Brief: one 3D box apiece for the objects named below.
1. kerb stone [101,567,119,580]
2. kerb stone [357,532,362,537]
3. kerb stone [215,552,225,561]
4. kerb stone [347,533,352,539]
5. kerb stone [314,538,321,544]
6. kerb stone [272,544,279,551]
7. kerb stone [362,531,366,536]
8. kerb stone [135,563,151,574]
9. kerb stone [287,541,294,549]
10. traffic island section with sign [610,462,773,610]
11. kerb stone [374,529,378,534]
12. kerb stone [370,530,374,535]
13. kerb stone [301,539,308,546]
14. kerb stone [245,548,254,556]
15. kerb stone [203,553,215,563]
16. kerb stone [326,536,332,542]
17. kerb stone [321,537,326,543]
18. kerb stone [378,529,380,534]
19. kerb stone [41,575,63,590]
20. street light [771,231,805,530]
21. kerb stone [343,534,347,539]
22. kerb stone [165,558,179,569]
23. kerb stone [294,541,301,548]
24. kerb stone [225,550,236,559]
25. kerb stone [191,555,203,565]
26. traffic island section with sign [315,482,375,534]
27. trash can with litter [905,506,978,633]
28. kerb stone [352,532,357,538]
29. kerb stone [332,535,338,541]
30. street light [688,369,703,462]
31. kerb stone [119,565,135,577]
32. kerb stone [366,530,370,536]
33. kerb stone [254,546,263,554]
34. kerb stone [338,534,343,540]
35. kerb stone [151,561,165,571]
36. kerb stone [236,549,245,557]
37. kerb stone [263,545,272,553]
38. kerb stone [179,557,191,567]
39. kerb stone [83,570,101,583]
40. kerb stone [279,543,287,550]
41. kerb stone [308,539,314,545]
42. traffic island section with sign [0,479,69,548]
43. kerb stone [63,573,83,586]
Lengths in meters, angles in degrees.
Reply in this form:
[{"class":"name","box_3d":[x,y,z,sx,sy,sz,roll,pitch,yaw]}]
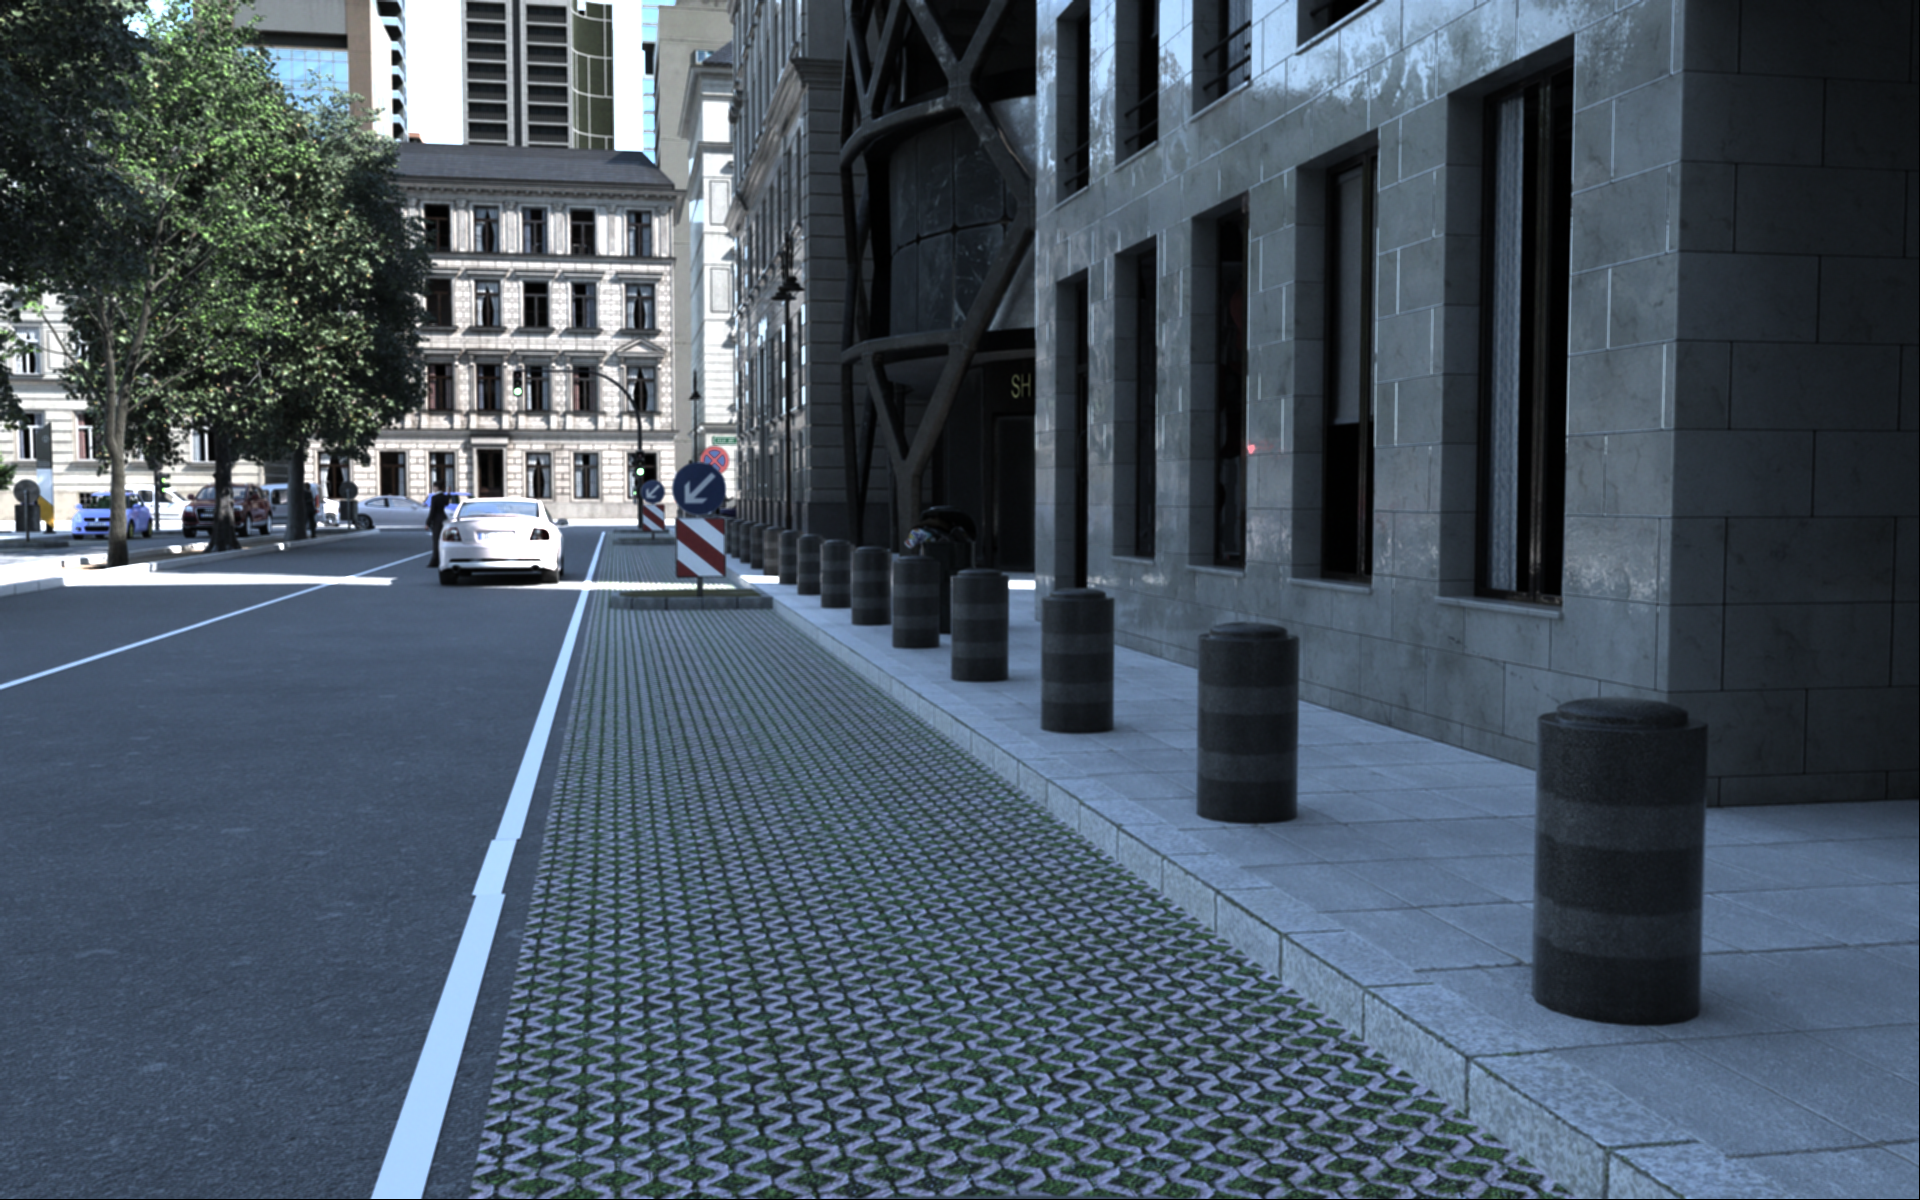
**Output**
[{"class":"kerb stone","box_3d":[-14.477,-0.428,29.290,0.120,0.150,1.000,-1,4,-11]},{"class":"kerb stone","box_3d":[-20.078,-2.158,57.477,0.120,0.150,1.000,-1,4,-11]},{"class":"kerb stone","box_3d":[-16.074,-0.927,37.355,0.120,0.150,1.000,-1,4,-11]},{"class":"kerb stone","box_3d":[-19.676,-2.035,55.466,0.120,0.150,1.000,-1,4,-11]},{"class":"kerb stone","box_3d":[-18.467,-1.665,49.424,0.120,0.150,1.000,-1,4,-11]},{"class":"kerb stone","box_3d":[-17.279,-1.295,43.387,0.120,0.150,1.000,-1,4,-11]},{"class":"kerb stone","box_3d":[-20.274,-2.220,58.486,0.120,0.150,1.000,-1,4,-11]},{"class":"kerb stone","box_3d":[-14.866,-0.557,31.304,0.120,0.150,1.000,-1,4,-11]},{"class":"kerb stone","box_3d":[-17.681,-1.418,45.396,0.120,0.150,1.000,-1,4,-11]},{"class":"traffic island section with sign","box_3d":[-3.476,-0.829,22.186,1.989,1.847,2.006,-1,4,-11]},{"class":"kerb stone","box_3d":[-20.879,-2.398,61.515,0.120,0.150,1.000,-1,4,-11]},{"class":"kerb stone","box_3d":[-20.679,-2.343,60.504,0.120,0.150,1.000,-1,4,-11]},{"class":"kerb stone","box_3d":[-18.082,-1.539,47.411,0.120,0.150,1.000,-1,4,-11]},{"class":"kerb stone","box_3d":[-16.673,-1.109,40.372,0.120,0.150,1.000,-1,4,-11]},{"class":"kerb stone","box_3d":[-15.866,-0.866,36.347,0.120,0.150,1.000,-1,4,-11]},{"class":"kerb stone","box_3d":[-18.876,-1.781,51.439,0.120,0.150,1.000,-1,4,-11]},{"class":"kerb stone","box_3d":[-18.677,-1.727,50.431,0.120,0.150,1.000,-1,4,-11]},{"class":"kerb stone","box_3d":[-21.078,-2.465,62.520,0.120,0.150,1.000,-1,4,-11]},{"class":"kerb stone","box_3d":[-13.868,-0.248,26.268,0.120,0.150,1.000,-1,4,-11]},{"class":"street light","box_3d":[-3.053,-3.545,30.741,0.468,5.910,1.993,-1,4,-11]},{"class":"kerb stone","box_3d":[-19.483,-1.971,54.453,0.120,0.150,1.000,-1,4,-11]},{"class":"kerb stone","box_3d":[-15.272,-0.681,33.332,0.120,0.150,1.000,-1,4,-11]},{"class":"kerb stone","box_3d":[-17.882,-1.481,46.406,0.120,0.150,1.000,-1,4,-11]},{"class":"kerb stone","box_3d":[-16.272,-0.989,38.361,0.120,0.150,1.000,-1,4,-11]},{"class":"kerb stone","box_3d":[-15.680,-0.804,35.339,0.120,0.150,1.000,-1,4,-11]},{"class":"traffic island section with sign","box_3d":[-22.147,-3.324,62.481,2.006,1.907,1.989,-1,4,-11]},{"class":"trash can with litter","box_3d":[-0.103,-0.299,16.276,0.624,1.170,1.055,1,4,12]},{"class":"kerb stone","box_3d":[-19.878,-2.094,56.471,0.120,0.150,1.000,-1,4,-11]},{"class":"kerb stone","box_3d":[-19.068,-1.850,52.446,0.120,0.150,1.000,-1,4,-11]},{"class":"street light","box_3d":[-9.792,-5.588,64.157,0.468,5.910,1.993,-1,4,-11]},{"class":"kerb stone","box_3d":[-14.681,-0.495,30.294,0.120,0.150,1.000,-1,4,-11]},{"class":"kerb stone","box_3d":[-20.474,-2.280,59.491,0.120,0.150,1.000,-1,4,-11]},{"class":"kerb stone","box_3d":[-16.870,-1.166,41.377,0.120,0.150,1.000,-1,4,-11]},{"class":"kerb stone","box_3d":[-19.270,-1.912,53.450,0.120,0.150,1.000,-1,4,-11]},{"class":"kerb stone","box_3d":[-15.078,-0.618,32.326,0.120,0.150,1.000,-1,4,-11]},{"class":"kerb stone","box_3d":[-16.481,-1.050,39.365,0.120,0.150,1.000,-1,4,-11]},{"class":"kerb stone","box_3d":[-17.072,-1.235,42.383,0.120,0.150,1.000,-1,4,-11]},{"class":"kerb stone","box_3d":[-15.476,-0.742,34.336,0.120,0.150,1.000,-1,4,-11]},{"class":"kerb stone","box_3d":[-14.275,-0.370,28.282,0.120,0.150,1.000,-1,4,-11]},{"class":"kerb stone","box_3d":[-17.482,-1.358,44.391,0.120,0.150,1.000,-1,4,-11]},{"class":"kerb stone","box_3d":[-18.278,-1.604,48.417,0.120,0.150,1.000,-1,4,-11]},{"class":"traffic island section with sign","box_3d":[-25.044,-2.302,46.258,1.989,1.847,2.006,-1,4,-11]},{"class":"kerb stone","box_3d":[-14.073,-0.310,27.271,0.120,0.150,1.000,-1,4,-11]}]
